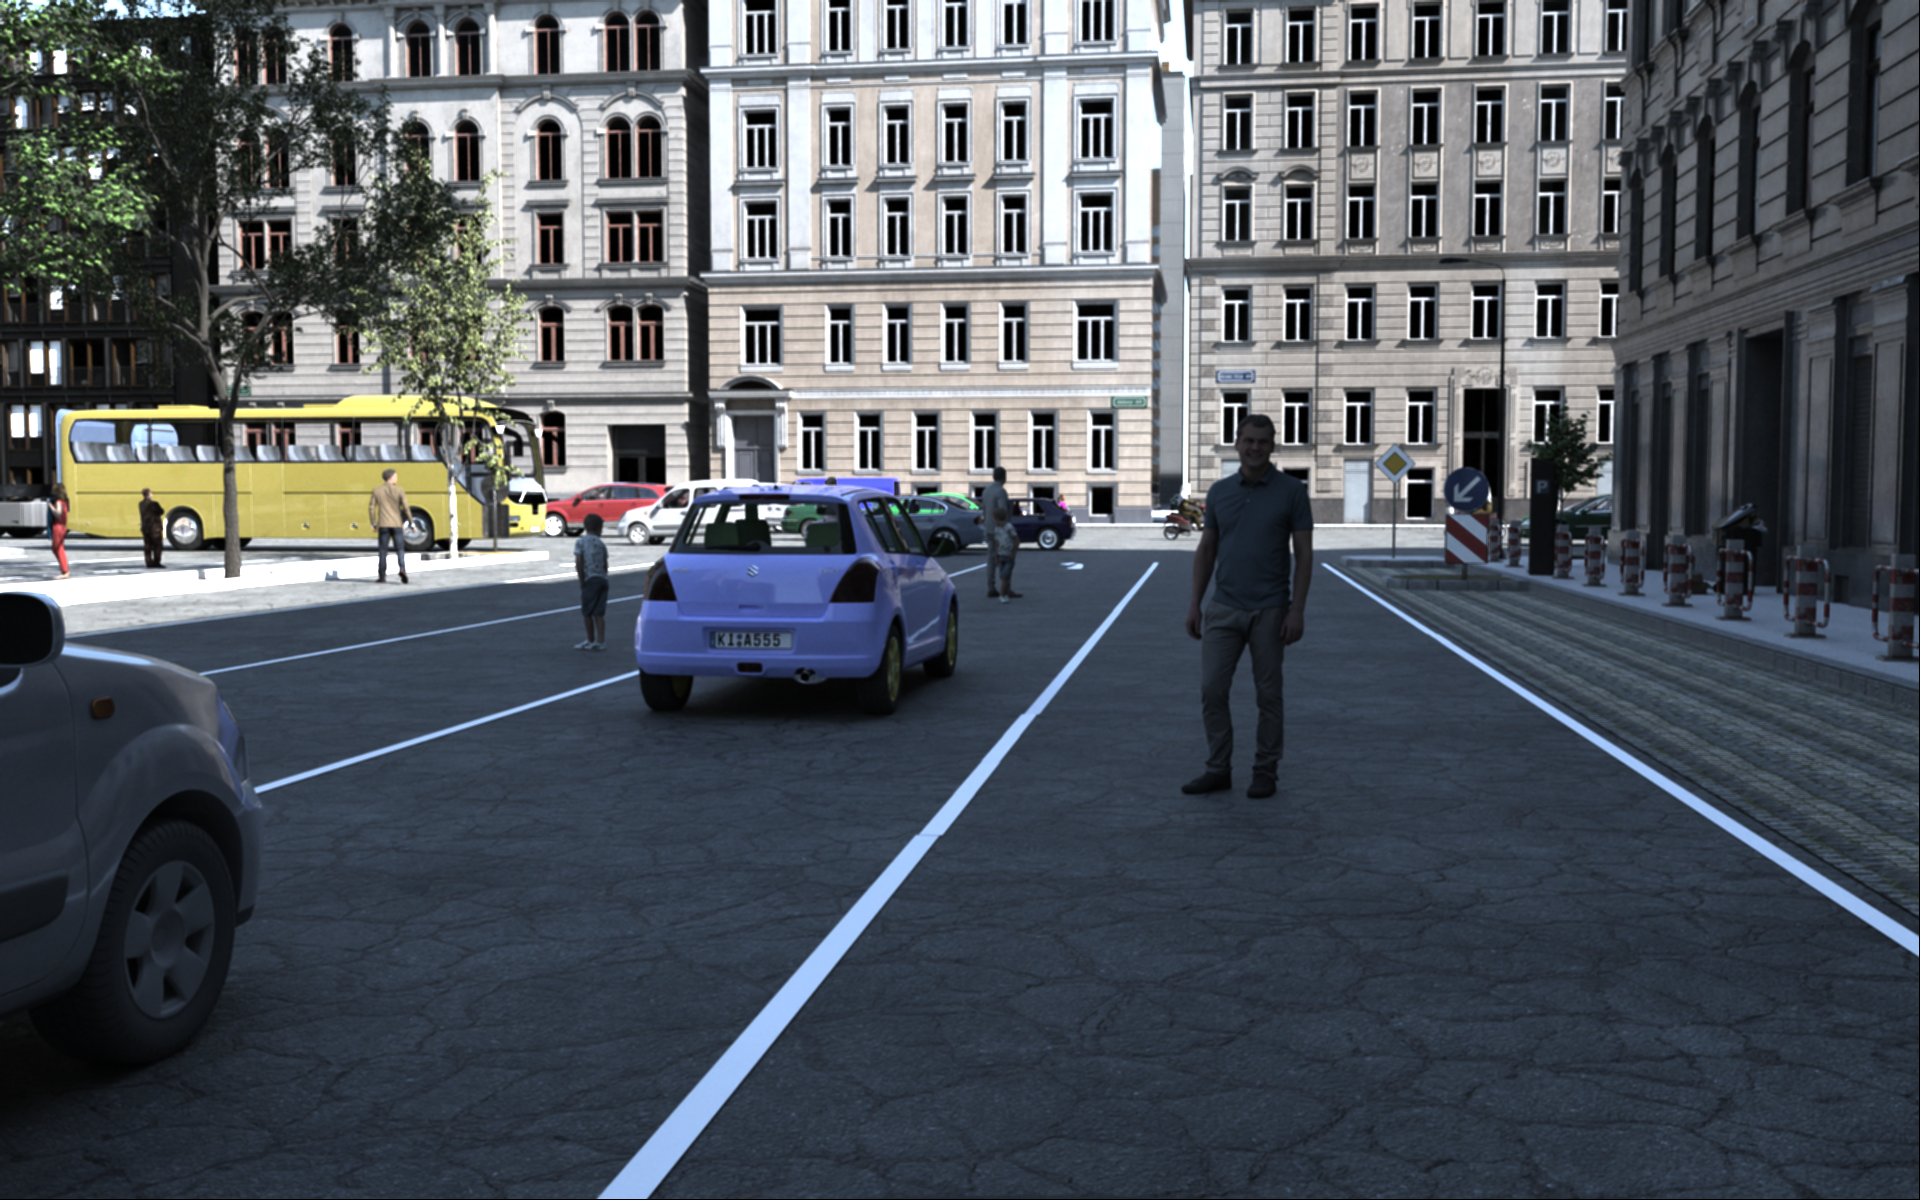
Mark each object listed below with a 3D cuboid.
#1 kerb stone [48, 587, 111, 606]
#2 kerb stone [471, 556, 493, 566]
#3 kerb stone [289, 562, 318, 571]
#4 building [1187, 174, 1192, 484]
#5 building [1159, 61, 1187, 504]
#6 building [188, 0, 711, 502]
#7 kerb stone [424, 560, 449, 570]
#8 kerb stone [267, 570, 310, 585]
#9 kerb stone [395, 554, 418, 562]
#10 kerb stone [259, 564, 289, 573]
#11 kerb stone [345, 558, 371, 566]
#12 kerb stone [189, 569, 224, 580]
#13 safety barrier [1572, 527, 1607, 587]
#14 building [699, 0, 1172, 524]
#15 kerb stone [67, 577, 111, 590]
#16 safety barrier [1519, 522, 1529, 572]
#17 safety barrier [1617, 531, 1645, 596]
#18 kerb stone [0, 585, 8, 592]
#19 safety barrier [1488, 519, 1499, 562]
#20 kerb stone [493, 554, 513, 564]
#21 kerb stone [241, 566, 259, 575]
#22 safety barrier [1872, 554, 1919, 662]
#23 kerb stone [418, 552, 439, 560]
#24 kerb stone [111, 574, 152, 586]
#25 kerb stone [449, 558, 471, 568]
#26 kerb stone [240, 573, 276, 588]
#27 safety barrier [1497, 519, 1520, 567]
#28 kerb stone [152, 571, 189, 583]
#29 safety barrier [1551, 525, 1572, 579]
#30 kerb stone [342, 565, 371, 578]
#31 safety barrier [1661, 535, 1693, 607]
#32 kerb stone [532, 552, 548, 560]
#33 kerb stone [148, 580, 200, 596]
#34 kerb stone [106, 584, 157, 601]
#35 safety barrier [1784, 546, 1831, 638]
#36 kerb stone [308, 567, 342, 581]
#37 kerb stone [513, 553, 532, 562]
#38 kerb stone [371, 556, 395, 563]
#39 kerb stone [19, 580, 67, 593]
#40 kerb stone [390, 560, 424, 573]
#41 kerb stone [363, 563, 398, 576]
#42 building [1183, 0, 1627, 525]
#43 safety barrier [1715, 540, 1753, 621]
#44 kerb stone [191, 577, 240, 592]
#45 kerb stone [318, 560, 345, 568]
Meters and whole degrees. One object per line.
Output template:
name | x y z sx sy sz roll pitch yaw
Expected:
kerb stone | -11.536 -0.030 22.704 0.120 0.150 1.000 1 4 8
kerb stone | -9.739 -0.780 34.947 0.120 0.150 1.000 1 4 8
kerb stone | -12.275 -0.609 32.149 0.120 0.150 1.000 1 4 8
building | 38.232 -35.764 234.851 14.200 45.320 14.600 1 4 8
building | 17.144 -42.749 240.951 28.212 58.520 21.231 1 4 8
building | -22.143 -18.114 83.559 23.554 28.519 14.401 1 4 8
kerb stone | -10.043 -0.655 32.910 0.120 0.150 1.000 1 4 8
kerb stone | -10.795 -0.343 27.803 0.120 0.150 1.000 1 4 8
kerb stone | -11.670 -0.857 36.225 0.120 0.150 1.000 1 4 8
kerb stone | -12.419 -0.541 31.128 0.120 0.150 1.000 1 4 8
kerb stone | -11.969 -0.734 34.188 0.120 0.150 1.000 1 4 8
kerb stone | -12.729 -0.422 29.094 0.120 0.150 1.000 1 4 8
safety barrier | 8.824 -0.600 24.082 0.300 0.817 1.120 1 4 8
building | -0.572 -17.997 80.163 20.117 28.700 13.634 1 4 8
kerb stone | -13.172 -0.235 26.038 0.120 0.150 1.000 1 4 8
safety barrier | 9.457 -0.863 28.387 0.300 0.817 1.120 1 4 8
safety barrier | 8.507 -0.468 21.921 0.300 0.817 1.120 1 4 8
kerb stone | -13.472 -0.110 24.001 0.120 0.150 1.000 1 4 8
safety barrier | 10.090 -1.126 32.688 0.300 0.817 1.120 1 4 8
kerb stone | -9.596 -0.842 35.965 0.120 0.150 1.000 1 4 8
kerb stone | -12.568 -0.483 30.109 0.120 0.150 1.000 1 4 8
safety barrier | 7.243 0.058 13.319 0.300 0.817 1.120 1 4 8
kerb stone | -11.527 -0.914 37.243 0.120 0.150 1.000 1 4 8
kerb stone | -13.020 -0.297 27.059 0.120 0.150 1.000 1 4 8
kerb stone | -9.894 -0.714 33.927 0.120 0.150 1.000 1 4 8
kerb stone | -10.946 -0.281 26.782 0.120 0.150 1.000 1 4 8
safety barrier | 9.775 -0.995 30.539 0.300 0.817 1.120 1 4 8
kerb stone | -12.883 -0.357 28.078 0.120 0.150 1.000 1 4 8
safety barrier | 9.140 -0.732 26.239 0.300 0.817 1.120 1 4 8
kerb stone | -10.488 -0.464 29.853 0.120 0.150 1.000 1 4 8
safety barrier | 8.192 -0.336 19.764 0.300 0.817 1.120 1 4 8
kerb stone | -9.289 -0.959 37.997 0.120 0.150 1.000 1 4 8
kerb stone | -11.240 -0.156 24.740 0.120 0.150 1.000 1 4 8
kerb stone | -11.399 -0.085 23.722 0.120 0.150 1.000 1 4 8
safety barrier | 7.558 -0.073 15.468 0.300 0.817 1.120 1 4 8
kerb stone | -10.639 -0.402 28.824 0.120 0.150 1.000 1 4 8
kerb stone | -9.439 -0.904 36.980 0.120 0.150 1.000 1 4 8
kerb stone | -11.827 -0.791 35.210 0.120 0.150 1.000 1 4 8
kerb stone | -13.318 -0.172 25.021 0.120 0.150 1.000 1 4 8
kerb stone | -10.195 -0.593 31.893 0.120 0.150 1.000 1 4 8
kerb stone | -10.345 -0.528 30.871 0.120 0.150 1.000 1 4 8
building | 22.480 -17.079 76.499 25.104 27.353 12.463 1 4 8
safety barrier | 7.876 -0.204 17.616 0.300 0.817 1.120 1 4 8
kerb stone | -11.083 -0.218 25.758 0.120 0.150 1.000 1 4 8
kerb stone | -12.122 -0.671 33.165 0.120 0.150 1.000 1 4 8
